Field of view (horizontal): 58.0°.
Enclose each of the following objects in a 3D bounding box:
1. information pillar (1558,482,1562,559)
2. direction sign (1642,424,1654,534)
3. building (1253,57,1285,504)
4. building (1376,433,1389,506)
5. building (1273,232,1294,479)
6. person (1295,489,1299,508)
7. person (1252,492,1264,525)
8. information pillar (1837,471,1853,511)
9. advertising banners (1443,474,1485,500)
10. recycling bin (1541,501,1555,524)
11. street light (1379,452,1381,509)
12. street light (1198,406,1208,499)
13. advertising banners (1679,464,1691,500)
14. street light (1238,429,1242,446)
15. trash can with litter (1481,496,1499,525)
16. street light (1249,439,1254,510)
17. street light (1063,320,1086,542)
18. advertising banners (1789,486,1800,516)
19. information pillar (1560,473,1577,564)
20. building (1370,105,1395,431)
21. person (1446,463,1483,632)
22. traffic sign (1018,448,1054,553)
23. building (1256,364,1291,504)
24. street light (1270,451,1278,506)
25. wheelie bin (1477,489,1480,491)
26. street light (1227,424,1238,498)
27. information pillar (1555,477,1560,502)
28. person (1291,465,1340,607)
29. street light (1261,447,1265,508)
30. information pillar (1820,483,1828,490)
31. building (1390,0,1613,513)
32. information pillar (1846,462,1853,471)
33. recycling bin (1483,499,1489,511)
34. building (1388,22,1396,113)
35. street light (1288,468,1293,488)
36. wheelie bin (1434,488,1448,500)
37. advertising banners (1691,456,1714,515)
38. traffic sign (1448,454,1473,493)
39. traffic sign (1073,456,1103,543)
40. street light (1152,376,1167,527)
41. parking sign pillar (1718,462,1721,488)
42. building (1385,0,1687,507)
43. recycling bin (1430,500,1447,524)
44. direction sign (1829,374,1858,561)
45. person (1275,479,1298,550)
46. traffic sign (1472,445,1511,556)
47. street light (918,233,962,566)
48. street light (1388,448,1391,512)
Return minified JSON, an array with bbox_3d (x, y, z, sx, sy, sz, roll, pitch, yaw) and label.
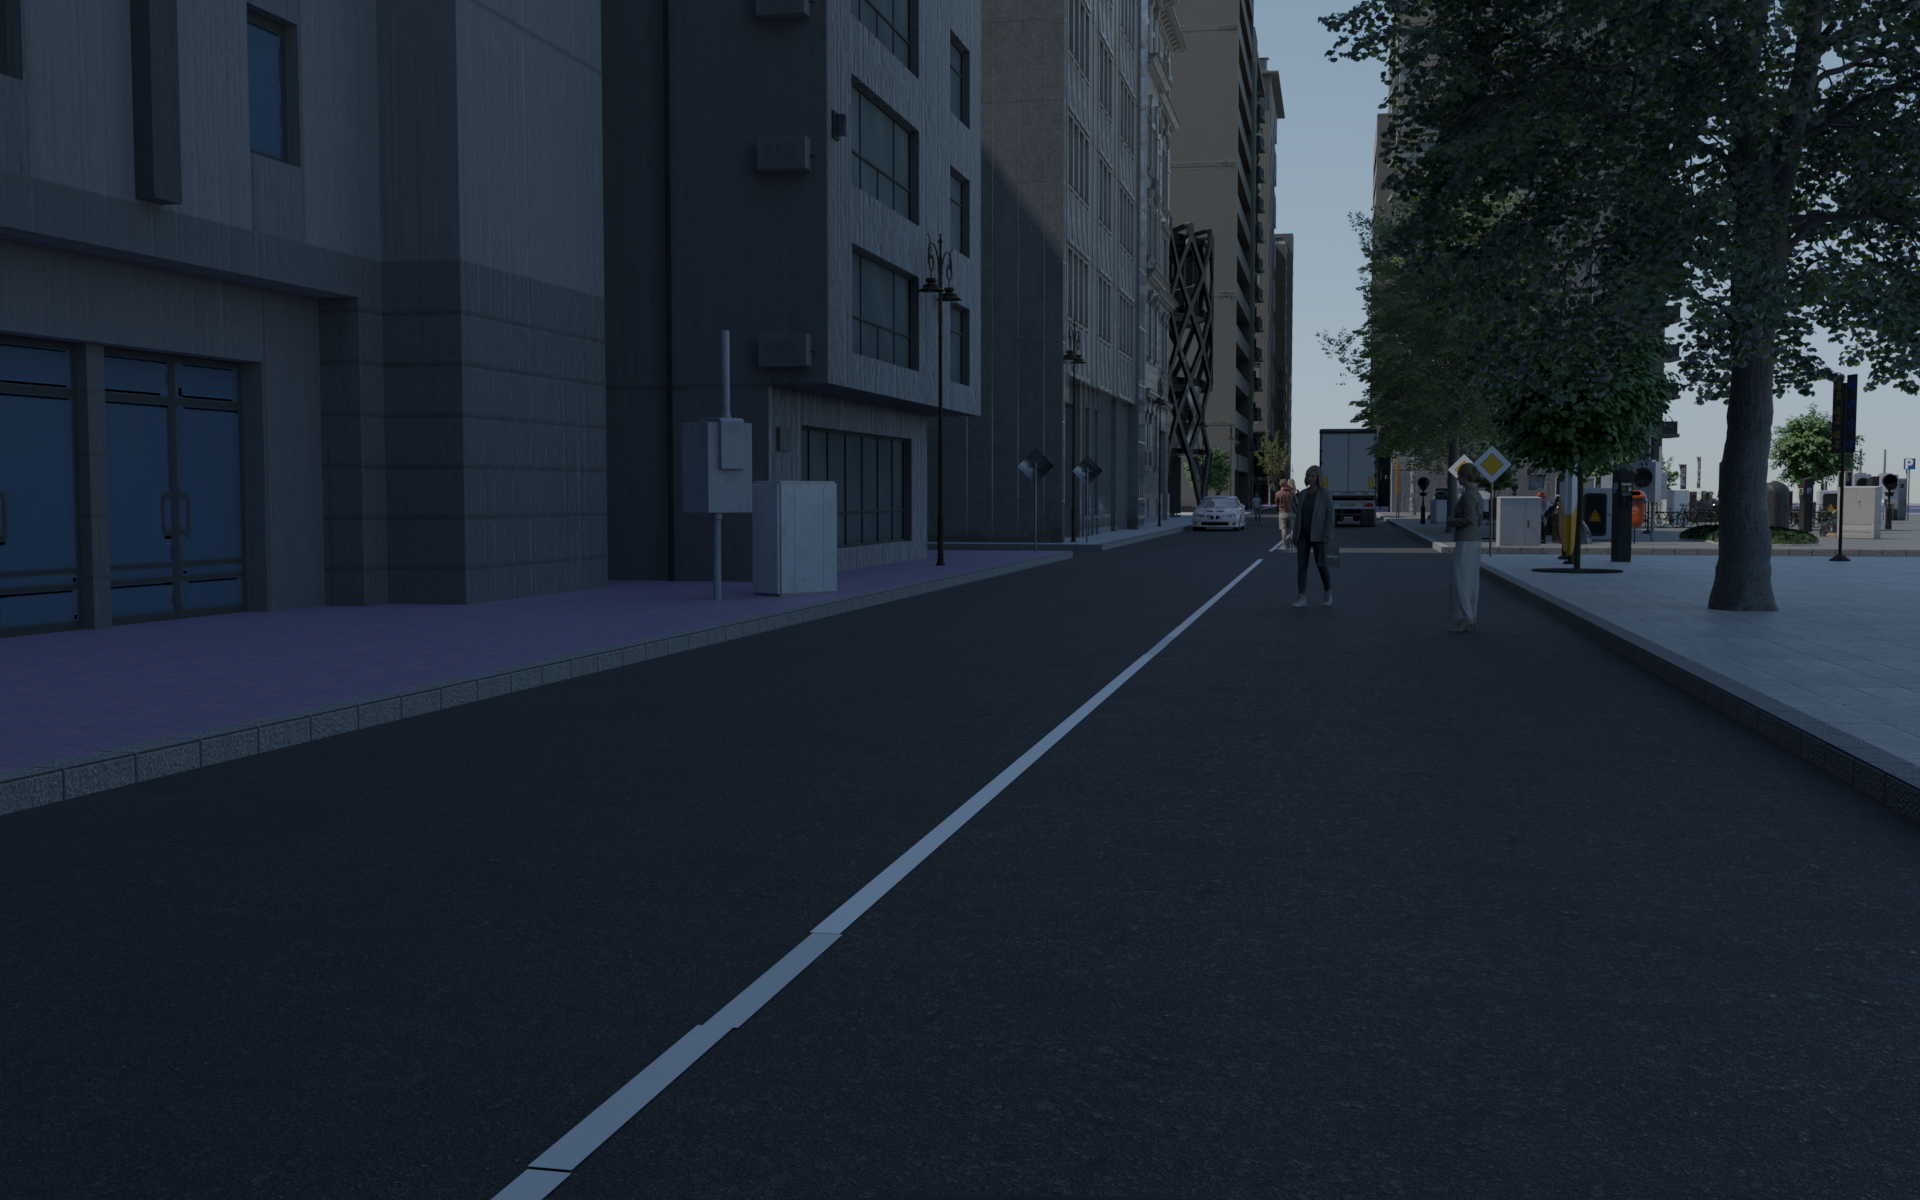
[{"bbox_3d":[11.880,-2.608,33.990,0.183,3.616,0.504,0,4,6],"label":"information pillar"},{"bbox_3d":[22.312,-3.919,56.079,0.379,3.537,0.876,1,4,8],"label":"direction sign"},{"bbox_3d":[25.481,-38.380,216.752,28.713,52.752,27.495,1,4,12],"label":"building"},{"bbox_3d":[53.181,-52.543,171.752,22.319,86.520,31.000,1,4,12],"label":"building"},{"bbox_3d":[43.629,-35.591,265.502,14.154,41.232,14.086,1,4,12],"label":"building"},{"bbox_3d":[27.314,-8.057,140.169,1.348,1.831,0.705,1,4,19],"label":"person"},{"bbox_3d":[14.009,-4.302,81.429,0.503,1.515,0.523,-3,4,-36],"label":"person"},{"bbox_3d":[28.442,-3.131,55.685,0.304,2.012,0.304,-1,4,-15],"label":"information pillar"},{"bbox_3d":[22.182,-4.872,75.848,2.074,3.025,0.090,0,4,-2],"label":"advertising banners"},{"bbox_3d":[21.091,-3.068,62.722,0.722,1.027,0.722,-3,5,-44],"label":"recycling bin"},{"bbox_3d":[35.277,-10.552,145.313,0.468,5.910,1.993,1,4,12],"label":"street light"},{"bbox_3d":[12.698,-7.205,90.584,0.468,5.910,1.993,1,4,12],"label":"street light"},{"bbox_3d":[42.914,-6.428,101.283,2.074,3.025,0.090,-1,4,-12],"label":"advertising banners"},{"bbox_3d":[19.296,-9.033,120.479,0.468,5.910,1.993,1,4,12],"label":"street light"},{"bbox_3d":[21.777,-3.716,71.822,2.233,1.210,1.678,1,4,12],"label":"trash can with litter"},{"bbox_3d":[24.041,-10.399,142.803,0.468,5.910,1.993,1,4,12],"label":"street light"},{"bbox_3d":[3.031,-4.484,46.108,0.468,5.910,1.993,1,4,12],"label":"street light"},{"bbox_3d":[40.496,-5.416,84.732,0.090,3.025,2.074,-2,4,-32],"label":"advertising banners"},{"bbox_3d":[11.261,-2.468,31.712,0.183,3.616,0.504,3,5,40],"label":"information pillar"},{"bbox_3d":[60.668,-35.773,208.598,21.300,48.544,21.600,1,4,12],"label":"building"},{"bbox_3d":[5.279,-0.558,18.165,0.362,1.759,0.519,2,4,29],"label":"person"},{"bbox_3d":[1.638,-2.078,37.617,0.795,2.450,0.064,1,4,12],"label":"traffic sign"},{"bbox_3d":[32.604,-24.554,246.503,27.650,21.520,28.899,1,4,12],"label":"building"},{"bbox_3d":[33.779,-13.124,187.364,0.468,5.910,1.993,1,4,12],"label":"street light"},{"bbox_3d":[33.972,-6.521,114.521,0.980,1.594,0.693,0,4,6],"label":"wheelie bin"},{"bbox_3d":[17.610,-8.556,112.677,0.468,5.910,1.993,1,4,12],"label":"street light"},{"bbox_3d":[25.735,-4.269,74.290,0.304,2.012,0.304,3,5,44],"label":"information pillar"},{"bbox_3d":[4.578,-0.819,22.066,0.709,1.800,0.728,3,5,43],"label":"person"},{"bbox_3d":[28.907,-11.772,165.262,0.468,5.910,1.993,1,4,12],"label":"street light"},{"bbox_3d":[55.486,-6.531,111.274,0.304,2.012,0.304,-2,4,-28],"label":"information pillar"},{"bbox_3d":[38.100,-26.910,123.577,14.154,41.232,14.086,1,4,12],"label":"building"},{"bbox_3d":[41.498,-5.484,81.019,0.504,3.616,0.183,0,4,5],"label":"information pillar"},{"bbox_3d":[27.086,-4.661,88.757,0.722,1.027,0.722,0,4,3],"label":"recycling bin"},{"bbox_3d":[72.073,-50.179,258.675,20.563,71.187,20.611,1,4,12],"label":"building"},{"bbox_3d":[51.745,-18.146,269.469,0.468,5.910,1.993,1,4,12],"label":"street light"},{"bbox_3d":[24.950,-4.998,89.627,0.980,1.594,0.693,2,4,34],"label":"wheelie bin"},{"bbox_3d":[34.980,-5.210,81.372,0.090,3.025,2.074,3,5,45],"label":"advertising banners"},{"bbox_3d":[12.611,-2.431,43.386,0.795,2.450,0.064,1,4,12],"label":"traffic sign"},{"bbox_3d":[3.338,-2.555,45.420,0.795,2.450,0.064,1,4,12],"label":"traffic sign"},{"bbox_3d":[7.879,-5.840,68.275,0.468,5.910,1.993,1,4,12],"label":"street light"},{"bbox_3d":[44.838,-6.865,100.709,1.447,3.967,1.447,-3,5,-41],"label":"parking sign pillar"},{"bbox_3d":[46.985,-29.919,143.795,22.147,44.769,28.867,1,4,12],"label":"building"},{"bbox_3d":[20.929,-3.843,75.385,0.722,1.027,0.722,0,4,-6],"label":"recycling bin"},{"bbox_3d":[16.854,-2.512,33.072,0.379,3.537,0.876,0,4,1],"label":"direction sign"},{"bbox_3d":[8.409,-2.196,44.384,0.573,1.828,0.580,3,5,42],"label":"person"},{"bbox_3d":[10.911,-1.954,35.583,0.795,2.450,0.064,1,4,12],"label":"traffic sign"},{"bbox_3d":[-0.349,-3.555,30.913,0.468,5.910,1.993,1,4,12],"label":"street light"},{"bbox_3d":[30.568,-9.198,123.176,0.468,5.910,1.993,1,4,12],"label":"street light"}]
